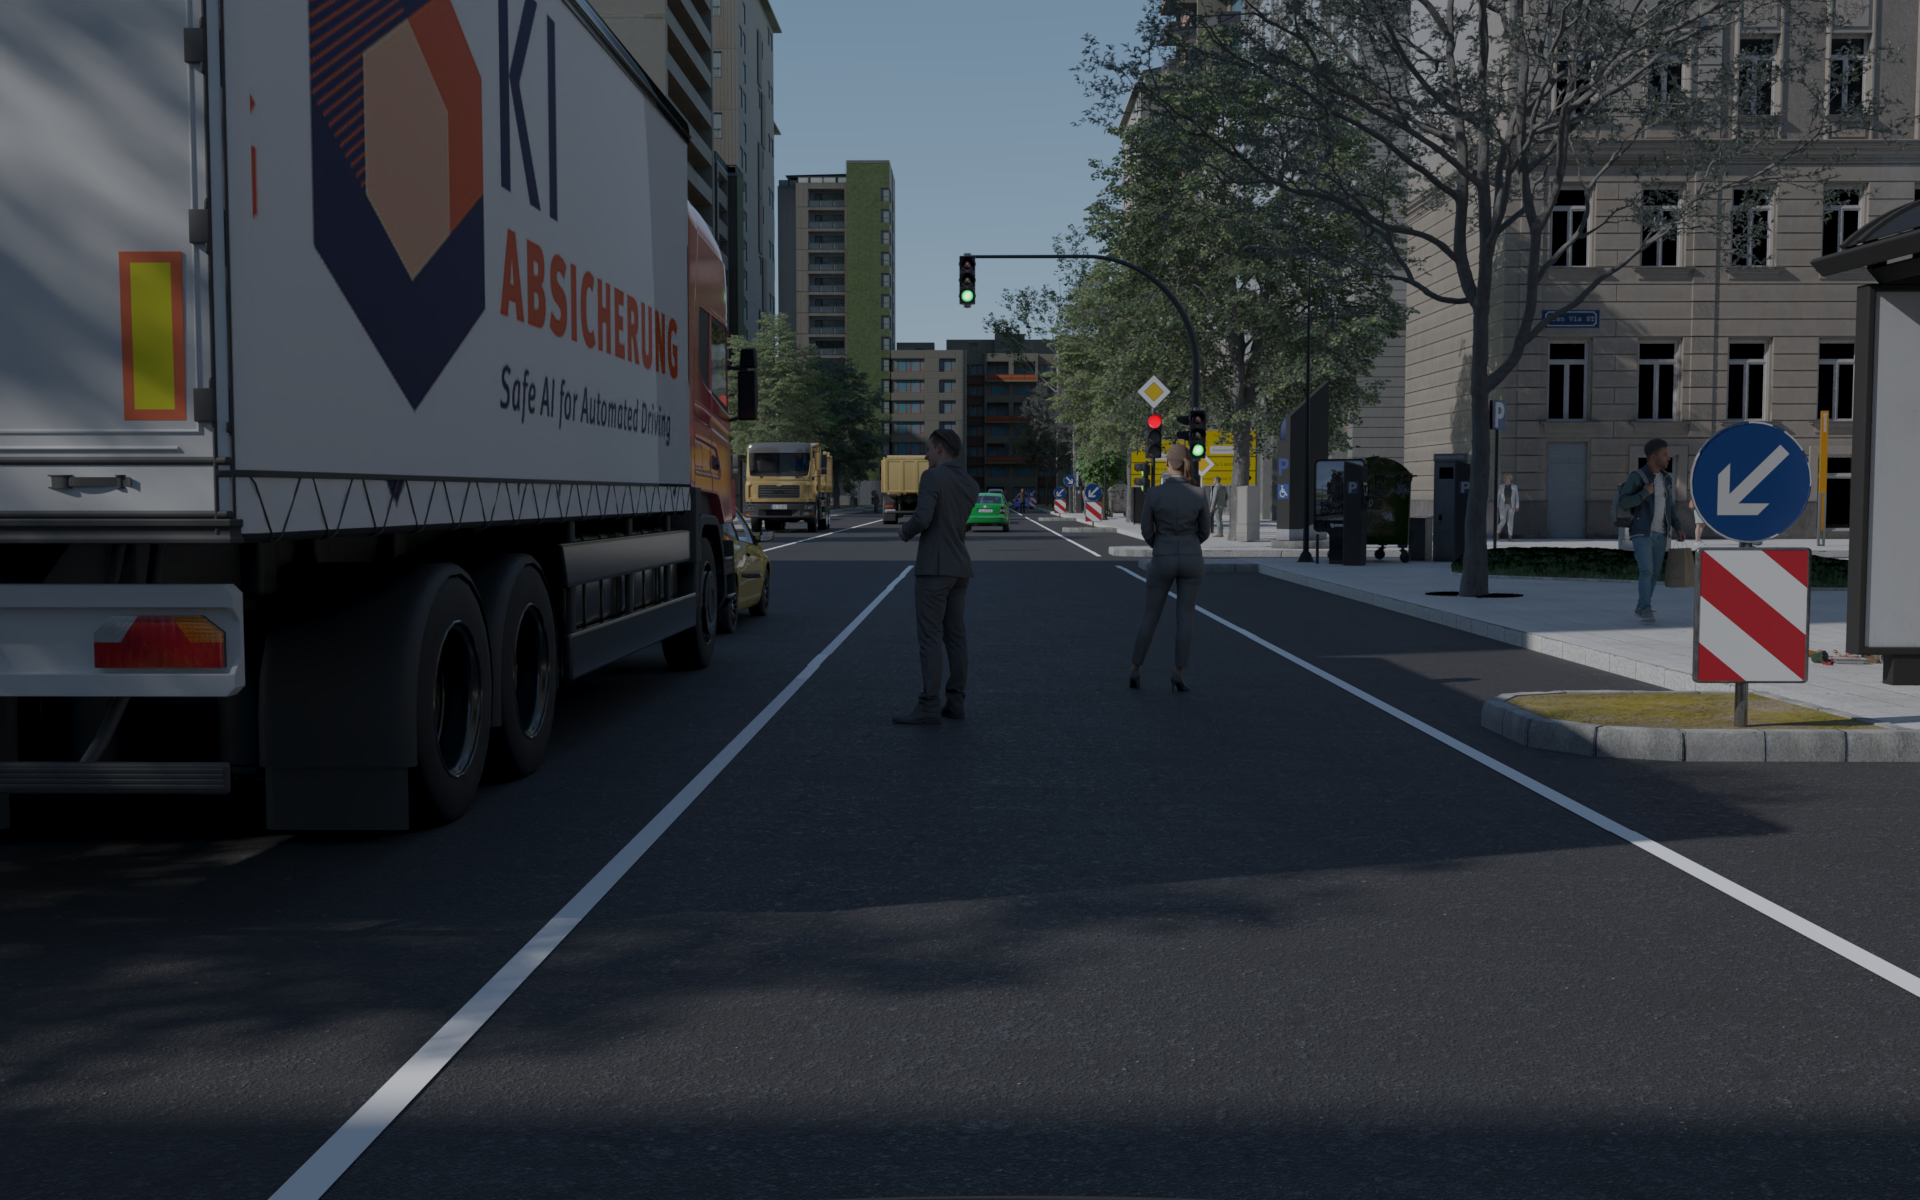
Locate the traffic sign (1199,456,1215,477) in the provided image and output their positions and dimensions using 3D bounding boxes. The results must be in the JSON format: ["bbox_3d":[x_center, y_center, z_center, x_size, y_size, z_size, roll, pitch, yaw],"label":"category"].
[{"bbox_3d":[7.472,-3.283,53.410,0.795,2.593,0.064,1,4,9],"label":"traffic sign"}]

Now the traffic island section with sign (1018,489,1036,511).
[{"bbox_3d":[5.878,-8.250,143.507,1.989,1.847,2.006,0,4,1],"label":"traffic island section with sign"}]

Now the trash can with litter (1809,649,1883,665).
[{"bbox_3d":[6.844,-0.146,13.445,2.233,1.210,1.678,0,4,-8],"label":"trash can with litter"}]

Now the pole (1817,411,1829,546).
[{"bbox_3d":[21.204,-2.980,42.564,0.158,3.312,0.155,0,3,0],"label":"pole"}]

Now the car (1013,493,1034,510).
[{"bbox_3d":[5.765,-9.007,156.858,1.945,1.707,3.694,0,4,-1],"label":"car"}]

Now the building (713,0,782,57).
[{"bbox_3d":[-32.648,-35.483,169.391,27.495,52.752,28.713,0,4,1],"label":"building"}]

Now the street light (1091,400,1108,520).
[{"bbox_3d":[6.586,-6.874,84.934,1.470,5.913,1.316,0,4,1],"label":"street light"}]

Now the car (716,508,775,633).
[{"bbox_3d":[-3.136,-0.552,19.257,2.015,1.641,3.980,0,4,1],"label":"car"}]

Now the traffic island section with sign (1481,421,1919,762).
[{"bbox_3d":[4.212,-0.097,10.220,1.989,1.847,2.006,0,4,1],"label":"traffic island section with sign"}]

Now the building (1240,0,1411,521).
[{"bbox_3d":[20.602,-18.520,80.298,11.434,29.767,29.804,0,4,1],"label":"building"}]

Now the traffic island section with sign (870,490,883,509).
[{"bbox_3d":[-8.395,-9.950,171.316,1.989,1.847,2.006,0,4,1],"label":"traffic island section with sign"}]

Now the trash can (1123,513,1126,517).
[{"bbox_3d":[9.491,-5.247,97.441,0.748,1.137,0.748,0,3,0],"label":"trash can"}]

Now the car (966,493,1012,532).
[{"bbox_3d":[1.023,-3.536,66.610,1.959,1.807,4.718,0,4,2],"label":"car"}]

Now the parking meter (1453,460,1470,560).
[{"bbox_3d":[8.739,-1.480,29.917,0.399,1.863,0.255,1,4,16],"label":"parking meter"}]

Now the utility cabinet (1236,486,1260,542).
[{"bbox_3d":[7.755,-2.321,46.633,0.318,1.500,1.173,2,4,26],"label":"utility cabinet"}]

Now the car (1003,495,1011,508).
[{"bbox_3d":[1.876,-5.232,97.538,2.014,1.417,4.499,0,4,1],"label":"car"}]

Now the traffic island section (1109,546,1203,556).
[{"bbox_3d":[4.593,-1.151,41.096,2.009,0.180,2.903,0,4,1],"label":"traffic island section"}]

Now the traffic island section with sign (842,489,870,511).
[{"bbox_3d":[-8.725,-8.248,143.475,1.989,1.847,2.006,0,4,1],"label":"traffic island section with sign"}]

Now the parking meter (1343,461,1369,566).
[{"bbox_3d":[7.088,-1.547,31.007,0.399,1.863,0.255,3,4,37],"label":"parking meter"}]

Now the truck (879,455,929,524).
[{"bbox_3d":[-2.412,-5.475,85.447,3.469,3.379,9.791,0,4,0],"label":"truck"}]

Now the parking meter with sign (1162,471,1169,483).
[{"bbox_3d":[7.204,-3.800,58.391,1.738,3.016,0.543,2,4,29],"label":"parking meter with sign"}]

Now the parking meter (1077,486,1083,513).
[{"bbox_3d":[8.013,-6.732,115.782,0.399,1.863,0.255,2,4,25],"label":"parking meter"}]

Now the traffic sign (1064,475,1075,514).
[{"bbox_3d":[7.188,-6.946,113.676,0.768,2.556,0.104,0,4,7],"label":"traffic sign"}]

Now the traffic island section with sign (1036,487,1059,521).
[{"bbox_3d":[5.250,-5.181,93.338,1.989,1.847,2.006,0,4,1],"label":"traffic island section with sign"}]

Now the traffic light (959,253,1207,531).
[{"bbox_3d":[2.360,-3.561,32.883,4.771,5.953,1.251,0,4,1],"label":"traffic light"}]

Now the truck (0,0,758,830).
[{"bbox_3d":[-3.283,-1.339,10.800,2.839,4.237,11.283,0,4,1],"label":"truck"}]

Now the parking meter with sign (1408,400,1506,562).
[{"bbox_3d":[9.366,-2.235,32.804,1.738,3.016,0.543,3,5,41],"label":"parking meter with sign"}]

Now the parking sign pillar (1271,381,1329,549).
[{"bbox_3d":[8.112,-3.212,40.995,1.447,3.967,1.447,-2,4,-35],"label":"parking sign pillar"}]

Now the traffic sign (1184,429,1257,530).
[{"bbox_3d":[8.135,-3.686,54.134,2.265,3.308,0.079,1,4,10],"label":"traffic sign"}]

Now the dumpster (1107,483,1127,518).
[{"bbox_3d":[8.751,-5.445,94.789,1.264,1.857,1.865,0,4,1],"label":"dumpster"}]

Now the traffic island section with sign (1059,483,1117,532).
[{"bbox_3d":[4.903,-3.490,65.693,1.989,1.847,2.006,0,4,1],"label":"traffic island section with sign"}]

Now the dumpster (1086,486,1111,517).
[{"bbox_3d":[7.835,-5.768,96.793,1.502,2.255,1.985,0,4,1],"label":"dumpster"}]

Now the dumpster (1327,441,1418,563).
[{"bbox_3d":[7.760,-1.864,32.972,1.502,2.255,1.985,0,4,1],"label":"dumpster"}]

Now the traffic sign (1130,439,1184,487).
[{"bbox_3d":[7.428,-4.296,64.106,2.265,3.308,0.079,1,4,8],"label":"traffic sign"}]

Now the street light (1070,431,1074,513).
[{"bbox_3d":[6.984,-8.775,116.006,1.470,5.913,1.316,0,4,1],"label":"street light"}]

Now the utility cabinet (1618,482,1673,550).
[{"bbox_3d":[12.942,-1.472,32.754,0.318,1.500,1.173,-1,4,-15],"label":"utility cabinet"}]

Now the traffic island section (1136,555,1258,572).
[{"bbox_3d":[4.493,-0.662,33.112,2.009,0.180,2.903,0,4,1],"label":"traffic island section"}]

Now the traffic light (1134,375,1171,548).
[{"bbox_3d":[4.553,-3.184,40.983,0.839,4.253,0.868,0,4,1],"label":"traffic light"}]

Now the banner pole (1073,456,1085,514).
[{"bbox_3d":[7.675,-7.616,114.543,0.401,3.779,0.863,-2,4,-28],"label":"banner pole"}]

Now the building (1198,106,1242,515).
[{"bbox_3d":[21.796,-17.614,106.010,12.078,24.808,19.932,0,4,1],"label":"building"}]

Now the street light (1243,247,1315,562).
[{"bbox_3d":[5.978,-3.666,32.483,1.470,5.913,1.316,0,4,1],"label":"street light"}]

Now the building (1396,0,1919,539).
[{"bbox_3d":[27.498,-15.698,53.934,25.104,27.353,12.463,0,4,1],"label":"building"}]

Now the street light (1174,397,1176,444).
[{"bbox_3d":[6.159,-4.979,53.942,1.470,5.913,1.316,0,4,1],"label":"street light"}]

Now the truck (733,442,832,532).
[{"bbox_3d":[-6.595,-4.360,67.213,3.469,3.379,9.791,0,4,0],"label":"truck"}]
